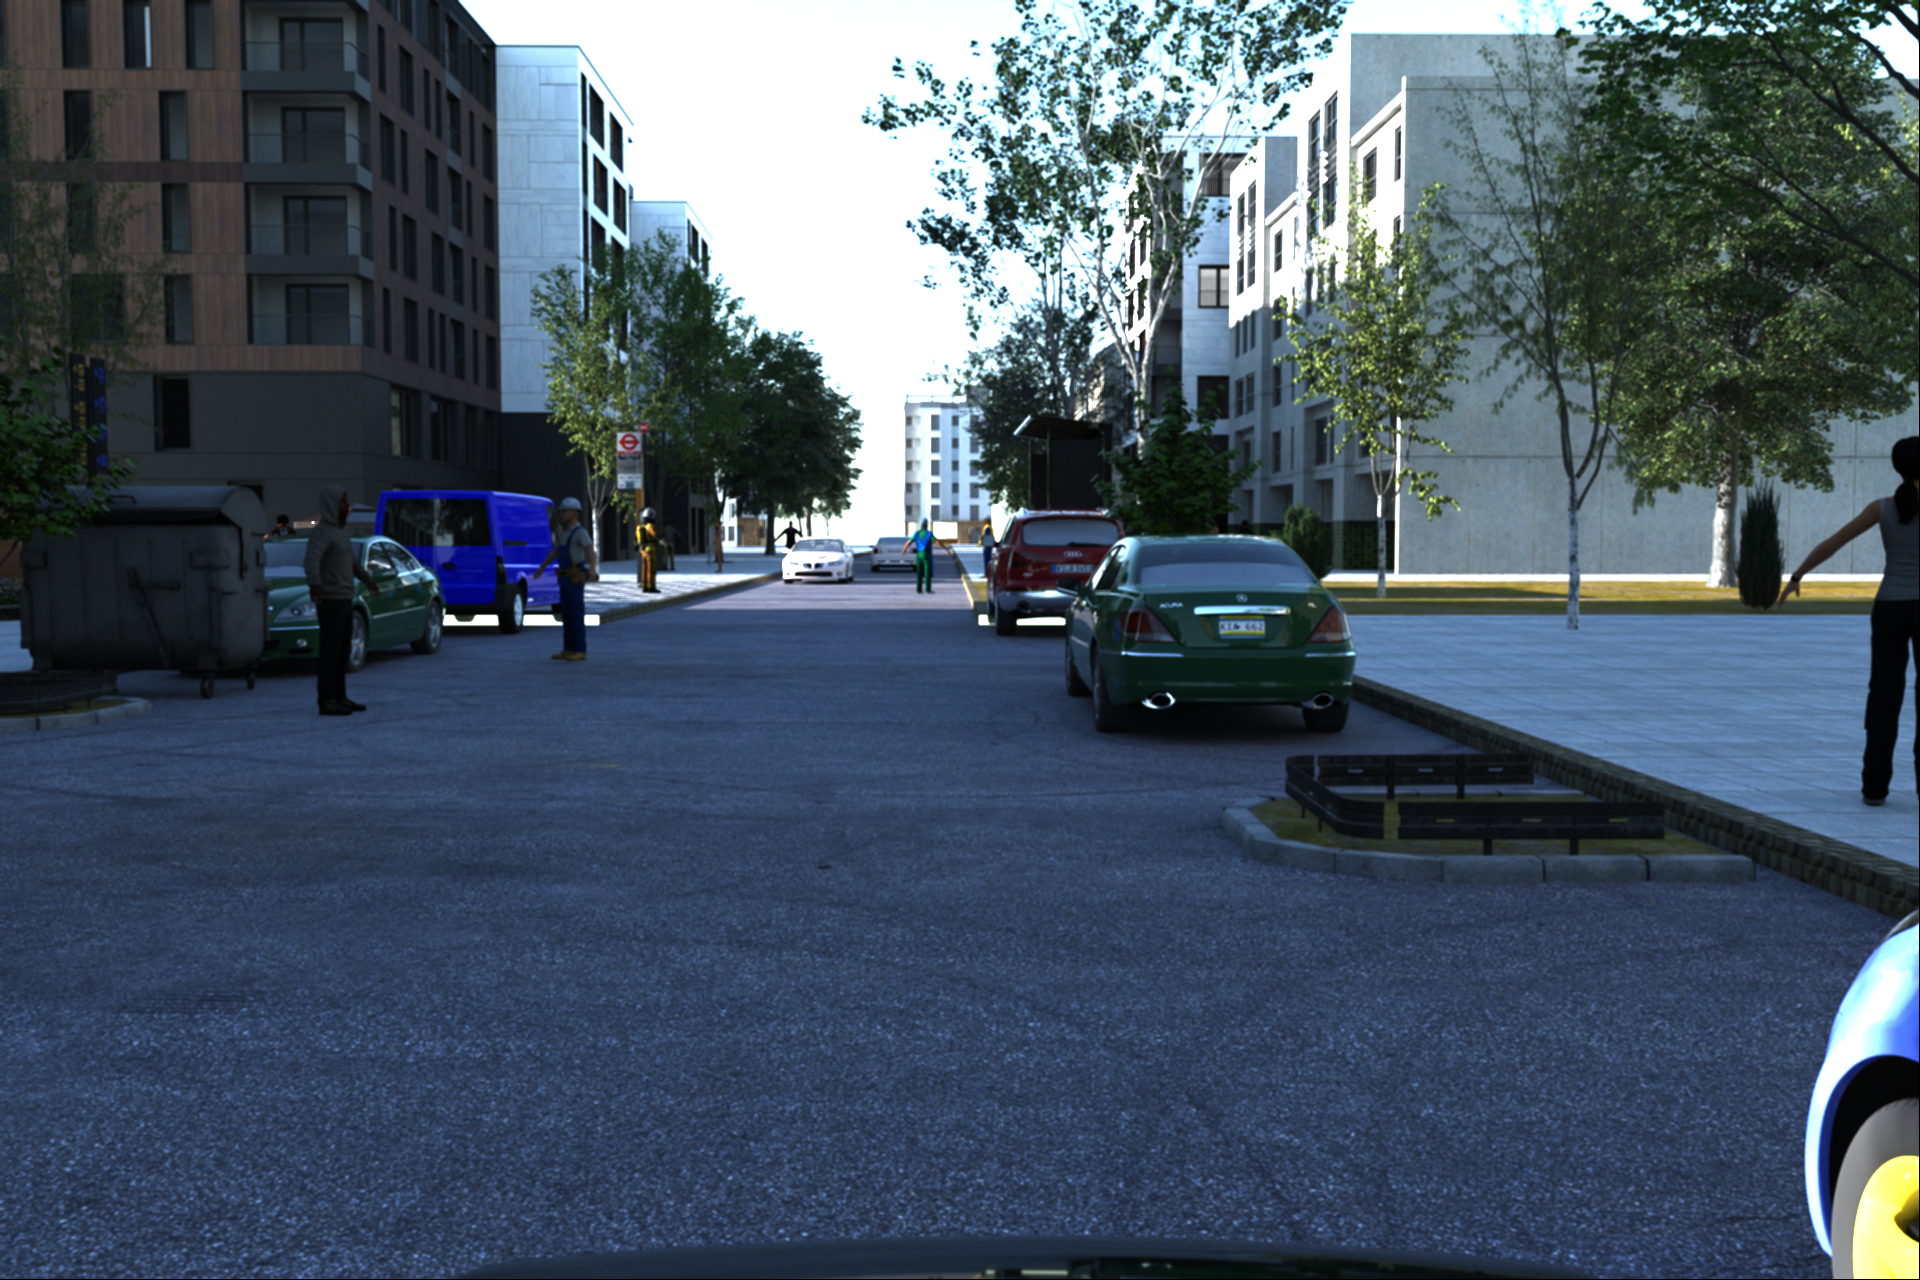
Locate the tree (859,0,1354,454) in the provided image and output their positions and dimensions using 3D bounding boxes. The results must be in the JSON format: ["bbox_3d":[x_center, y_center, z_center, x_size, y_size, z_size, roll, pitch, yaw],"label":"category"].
[{"bbox_3d":[4.046,-11.825,49.233,12.611,20.169,13.585,0,3,0],"label":"tree"}]

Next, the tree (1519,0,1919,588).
[{"bbox_3d":[18.492,-8.252,41.583,9.857,13.997,8.962,0,3,0],"label":"tree"}]

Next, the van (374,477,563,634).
[{"bbox_3d":[-7.279,-1.354,26.521,2.240,2.365,5.245,0,4,-1],"label":"van"}]

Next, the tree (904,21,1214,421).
[{"bbox_3d":[3.088,-12.916,67.059,12.611,20.169,13.585,0,3,0],"label":"tree"}]

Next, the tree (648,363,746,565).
[{"bbox_3d":[-10.487,-7.374,70.921,4.737,8.622,4.395,0,3,0],"label":"tree"}]

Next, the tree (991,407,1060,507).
[{"bbox_3d":[3.867,-8.705,92.690,4.737,8.622,4.395,0,3,0],"label":"tree"}]

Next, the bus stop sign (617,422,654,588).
[{"bbox_3d":[-7.754,-3.225,41.436,0.855,3.939,0.416,0,4,1],"label":"bus stop sign"}]

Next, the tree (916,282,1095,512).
[{"bbox_3d":[2.987,-16.890,132.033,12.611,20.169,13.585,0,3,0],"label":"tree"}]

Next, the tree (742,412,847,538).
[{"bbox_3d":[-11.223,-11.333,119.702,7.601,10.594,8.767,1,4,22],"label":"tree"}]

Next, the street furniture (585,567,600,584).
[{"bbox_3d":[-14.342,-1.717,43.696,10.072,0.657,5.734,0,4,-5],"label":"street furniture"}]

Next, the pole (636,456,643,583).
[{"bbox_3d":[-8.345,-3.138,45.156,0.158,3.312,0.155,0,3,0],"label":"pole"}]

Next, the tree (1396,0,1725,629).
[{"bbox_3d":[8.463,-4.461,23.303,4.360,8.622,3.978,0,3,0],"label":"tree"}]

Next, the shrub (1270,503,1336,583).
[{"bbox_3d":[8.041,-2.263,41.035,1.661,2.075,1.752,0,3,0],"label":"shrub"}]

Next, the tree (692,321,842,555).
[{"bbox_3d":[-11.554,-12.131,104.992,9.857,13.997,8.962,0,3,0],"label":"tree"}]

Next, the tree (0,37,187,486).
[{"bbox_3d":[-13.872,-4.669,26.695,4.360,8.622,3.978,0,3,0],"label":"tree"}]

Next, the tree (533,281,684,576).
[{"bbox_3d":[-10.525,-6.136,50.688,4.737,8.622,4.395,0,3,0],"label":"tree"}]

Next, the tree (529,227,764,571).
[{"bbox_3d":[-10.664,-8.224,60.220,9.928,11.665,9.643,0,3,0],"label":"tree"}]

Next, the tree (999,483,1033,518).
[{"bbox_3d":[8.482,-17.451,219.740,7.601,10.594,8.767,0,4,3],"label":"tree"}]

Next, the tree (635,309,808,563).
[{"bbox_3d":[-10.719,-9.278,77.451,9.928,11.665,9.643,0,3,0],"label":"tree"}]

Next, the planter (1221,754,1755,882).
[{"bbox_3d":[2.280,0.796,8.125,1.991,0.319,1.994,0,4,-1],"label":"planter"}]

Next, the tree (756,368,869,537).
[{"bbox_3d":[-11.773,-13.842,132.969,9.857,13.997,8.962,0,3,0],"label":"tree"}]

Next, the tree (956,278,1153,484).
[{"bbox_3d":[4.764,-10.554,82.921,12.009,13.543,11.850,0,3,0],"label":"tree"}]

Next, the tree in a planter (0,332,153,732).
[{"bbox_3d":[-7.479,-0.986,13.342,1.991,3.239,1.994,0,4,0],"label":"tree in a planter"}]

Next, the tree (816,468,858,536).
[{"bbox_3d":[-16.903,-17.958,219.372,9.928,11.665,9.643,0,3,0],"label":"tree"}]

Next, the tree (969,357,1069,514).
[{"bbox_3d":[4.039,-11.813,111.266,7.486,12.596,7.792,0,3,0],"label":"tree"}]

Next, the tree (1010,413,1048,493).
[{"bbox_3d":[4.399,-9.163,100.172,4.360,8.622,3.978,0,3,0],"label":"tree"}]

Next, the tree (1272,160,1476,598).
[{"bbox_3d":[8.298,-5.120,34.069,4.737,8.622,4.395,0,3,0],"label":"tree"}]

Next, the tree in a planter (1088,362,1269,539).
[{"bbox_3d":[2.237,-1.273,18.042,1.991,3.239,1.994,0,4,-1],"label":"tree in a planter"}]

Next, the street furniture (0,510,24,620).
[{"bbox_3d":[-16.470,-1.245,27.217,11.010,1.723,9.812,2,4,25],"label":"street furniture"}]

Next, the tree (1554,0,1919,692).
[{"bbox_3d":[8.390,-5.382,13.744,9.928,11.665,9.643,0,3,0],"label":"tree"}]

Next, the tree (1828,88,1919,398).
[{"bbox_3d":[16.087,-4.753,28.080,4.737,8.622,4.395,0,3,0],"label":"tree"}]
